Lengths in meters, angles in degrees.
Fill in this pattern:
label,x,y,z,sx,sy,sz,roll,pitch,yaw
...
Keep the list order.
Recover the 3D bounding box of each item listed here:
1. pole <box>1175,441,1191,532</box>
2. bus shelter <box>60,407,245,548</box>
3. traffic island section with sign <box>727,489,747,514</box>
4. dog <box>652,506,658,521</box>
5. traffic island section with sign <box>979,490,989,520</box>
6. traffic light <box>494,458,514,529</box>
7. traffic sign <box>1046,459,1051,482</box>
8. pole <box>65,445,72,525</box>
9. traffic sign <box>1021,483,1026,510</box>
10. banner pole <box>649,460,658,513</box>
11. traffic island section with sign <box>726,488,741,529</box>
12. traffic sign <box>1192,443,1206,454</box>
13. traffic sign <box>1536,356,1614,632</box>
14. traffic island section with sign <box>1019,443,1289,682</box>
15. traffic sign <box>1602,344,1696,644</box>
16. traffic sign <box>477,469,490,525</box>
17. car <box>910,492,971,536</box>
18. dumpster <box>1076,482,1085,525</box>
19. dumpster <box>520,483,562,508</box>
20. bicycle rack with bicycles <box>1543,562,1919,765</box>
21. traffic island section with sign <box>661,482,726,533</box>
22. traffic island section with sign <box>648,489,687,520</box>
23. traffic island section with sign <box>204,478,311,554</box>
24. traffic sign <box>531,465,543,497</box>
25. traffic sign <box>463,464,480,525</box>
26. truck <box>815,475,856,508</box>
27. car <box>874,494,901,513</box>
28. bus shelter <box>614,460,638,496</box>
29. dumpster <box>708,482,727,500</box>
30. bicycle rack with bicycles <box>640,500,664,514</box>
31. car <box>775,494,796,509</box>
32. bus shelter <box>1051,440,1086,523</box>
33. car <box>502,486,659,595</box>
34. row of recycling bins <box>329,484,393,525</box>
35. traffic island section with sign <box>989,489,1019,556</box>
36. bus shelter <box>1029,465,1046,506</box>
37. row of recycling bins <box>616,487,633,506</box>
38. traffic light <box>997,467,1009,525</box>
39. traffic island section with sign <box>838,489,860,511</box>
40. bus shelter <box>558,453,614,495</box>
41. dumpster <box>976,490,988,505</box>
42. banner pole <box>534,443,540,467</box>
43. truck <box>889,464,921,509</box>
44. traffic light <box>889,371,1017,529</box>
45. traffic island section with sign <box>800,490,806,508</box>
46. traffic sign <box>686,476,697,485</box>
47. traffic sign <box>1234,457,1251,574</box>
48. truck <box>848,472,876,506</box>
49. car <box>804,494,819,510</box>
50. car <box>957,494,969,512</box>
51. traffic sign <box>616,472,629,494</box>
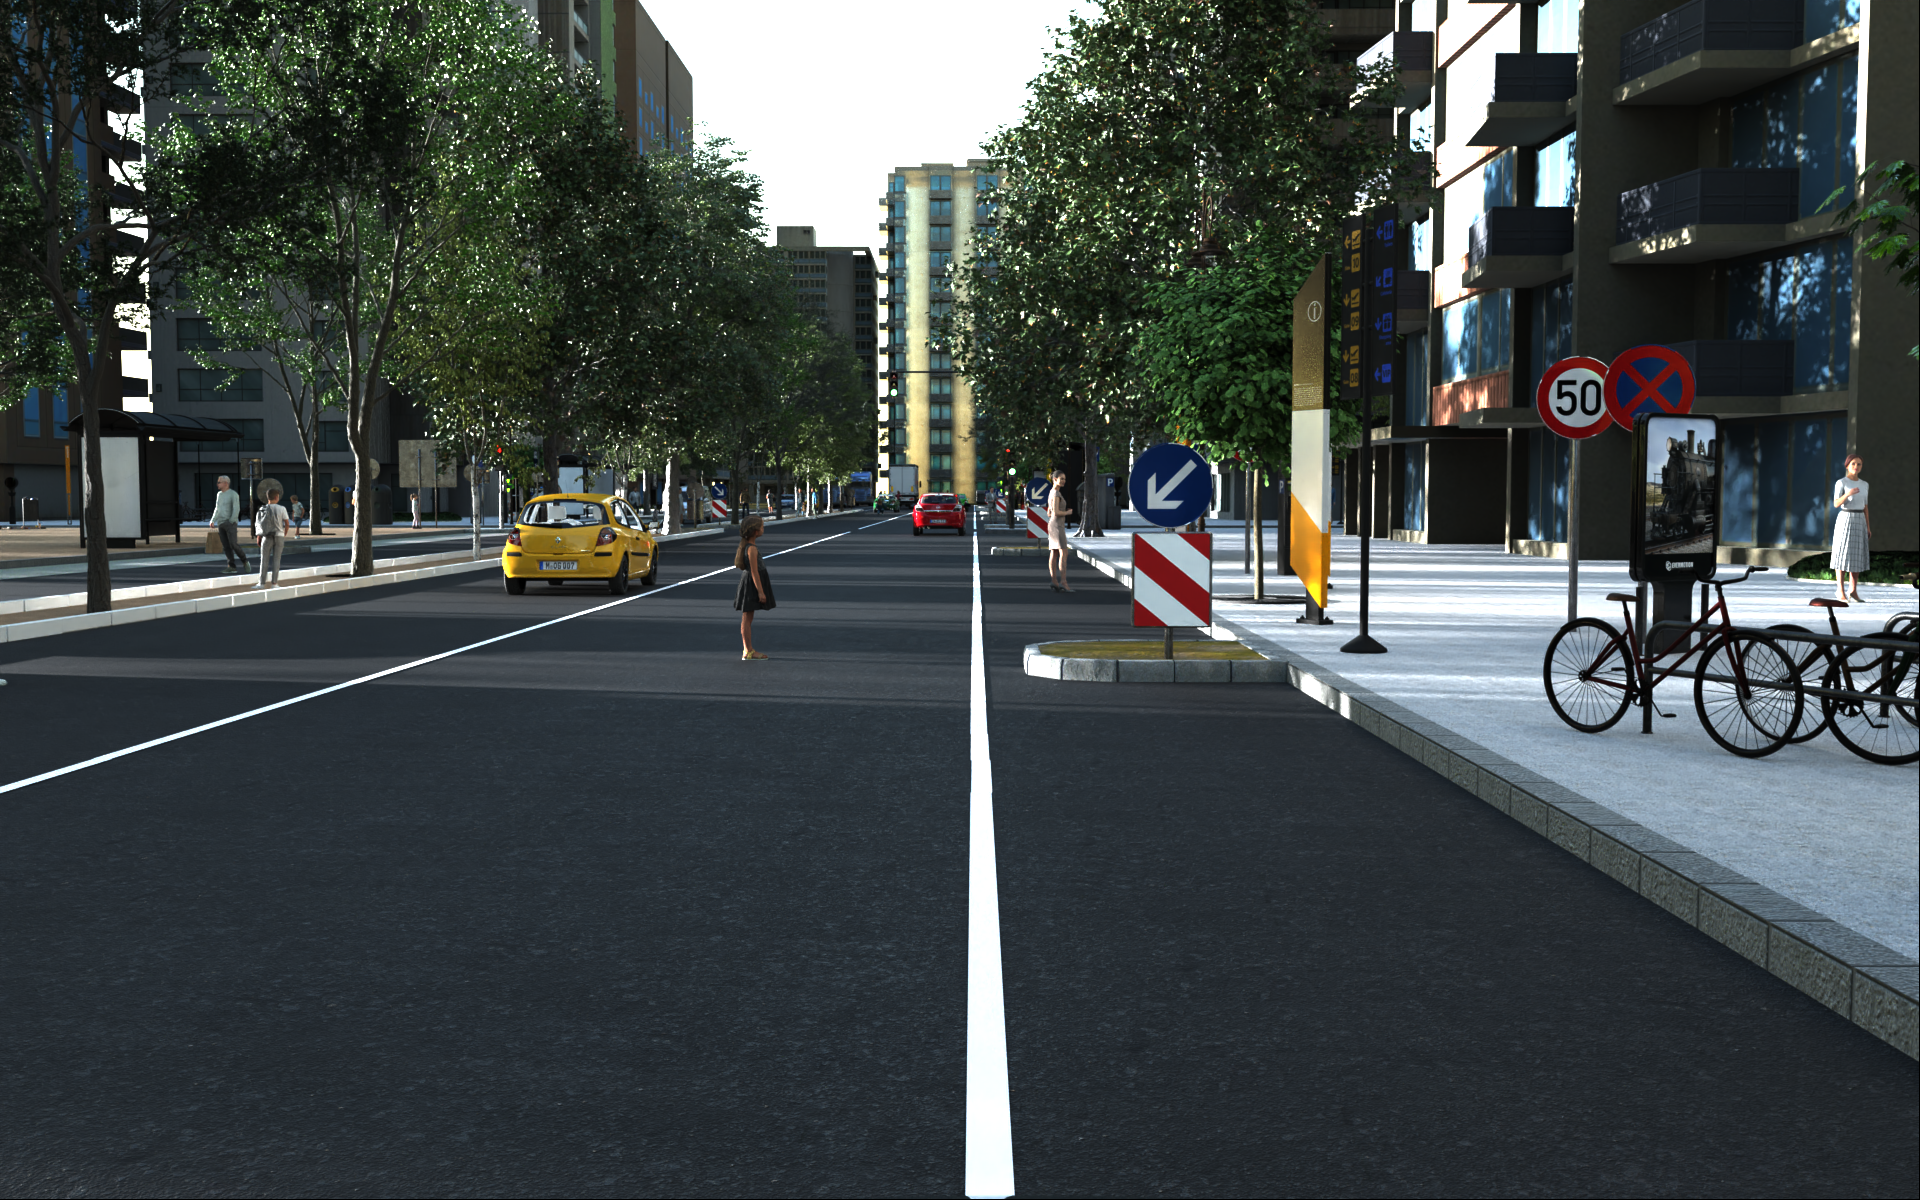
label,x,y,z,sx,sy,sz,roll,pitch,yaw
pole,2.993,-1.795,23.192,0.158,3.312,0.155,0,3,0
bus shelter,-20.019,-3.021,43.323,2.014,3.302,5.546,0,4,0
traffic island section with sign,-16.181,-7.074,124.287,1.989,1.847,2.006,0,4,0
dog,-15.987,-4.491,90.270,0.513,0.831,0.800,2,4,34
traffic island section with sign,2.203,-5.398,96.885,1.989,1.847,2.006,0,4,0
traffic light,-16.967,-4.600,64.128,0.839,4.253,0.868,0,4,0
traffic sign,5.833,-6.186,95.008,2.265,3.308,0.079,0,4,2
pole,-37.396,-4.820,72.646,0.158,3.312,0.155,0,3,0
traffic sign,5.103,-8.308,135.941,0.768,2.556,0.104,0,4,6
banner pole,-19.617,-7.379,110.664,0.863,3.779,0.401,1,4,23
traffic island section with sign,-9.884,-3.897,71.846,2.006,1.907,1.989,0,4,0
traffic sign,5.711,-2.620,42.936,0.768,2.556,0.104,0,4,3
traffic sign,5.710,-0.977,16.076,0.768,2.556,0.104,0,4,4
traffic island section with sign,1.527,-0.337,14.142,1.989,1.847,2.006,0,4,0
traffic sign,5.858,-0.899,14.809,0.768,2.556,0.104,0,4,6
traffic sign,-19.656,-4.236,71.381,0.606,2.300,0.079,0,4,3
car,-0.701,-3.184,61.094,2.155,1.783,4.494,0,4,1
dumpster,5.479,-4.048,71.946,1.264,1.857,1.865,0,4,1
dumpster,-19.248,-4.714,79.563,1.502,2.255,1.985,0,4,1
bicycle rack with bicycles,4.772,0.293,8.590,2.852,0.926,2.925,-1,4,-21
traffic island section with sign,-9.955,-3.444,64.439,2.006,1.907,1.989,0,4,0
traffic island section with sign,-16.400,-5.425,97.333,1.989,1.847,2.006,0,4,0
traffic island section with sign,-16.874,-2.034,41.878,1.989,1.847,2.006,0,4,0
traffic sign,-18.669,-4.681,76.534,0.884,2.594,0.081,0,4,8
traffic sign,-20.463,-4.438,72.670,0.768,2.556,0.104,0,4,5
truck,-12.752,-11.612,179.610,2.967,4.110,18.799,0,4,1
car,-5.707,-7.544,135.140,2.131,1.459,4.920,0,4,2
bus shelter,-19.266,-6.200,95.295,2.014,3.302,5.546,0,4,1
dumpster,-19.439,-8.270,137.713,1.502,2.255,1.985,0,4,1
bicycle rack with bicycles,-19.467,-6.118,113.412,2.852,0.926,2.925,3,4,36
car,-16.101,-9.139,161.419,2.014,1.417,4.499,0,4,2
bus shelter,4.706,-5.269,77.425,1.731,3.624,6.357,0,4,1
car,-5.625,-0.968,26.054,2.015,1.641,3.980,0,4,-1
row of recycling bins,-25.308,-4.038,73.132,3.534,1.692,1.069,2,4,31
traffic island section with sign,1.753,-1.986,41.097,1.989,1.847,2.006,0,4,0
bus shelter,5.015,-6.393,98.441,2.014,3.302,5.546,0,4,0
row of recycling bins,-20.088,-5.905,103.667,1.069,1.692,3.534,-1,4,-9
traffic light,1.960,-5.080,71.974,0.839,4.253,0.868,0,4,0
traffic island section with sign,-9.273,-8.492,146.982,2.006,1.907,1.989,0,4,0
bus shelter,-19.559,-5.827,89.199,2.014,3.302,5.546,0,4,0
dumpster,2.840,-12.022,204.774,1.865,1.857,1.264,0,4,-1
banner pole,-20.733,-5.805,84.934,0.401,3.779,0.863,1,4,9
truck,-5.342,-10.944,167.854,2.839,4.237,11.283,0,4,1
traffic light,-0.198,-5.455,63.865,4.771,5.953,1.251,0,4,0
traffic island section with sign,-15.772,-10.115,174.001,1.989,1.847,2.006,0,4,0
traffic sign,-19.053,-7.517,123.006,0.768,2.556,0.104,0,4,2
traffic sign,4.632,-1.695,27.827,0.768,2.556,0.104,1,4,9
truck,-11.588,-13.626,212.539,2.967,4.110,18.799,0,4,1
car,-13.689,-9.118,159.295,2.015,1.641,3.980,0,4,1
car,-0.201,-8.098,141.194,1.959,1.807,4.718,0,4,-1
traffic sign,-19.378,-6.075,99.427,0.768,2.556,0.104,1,4,10
